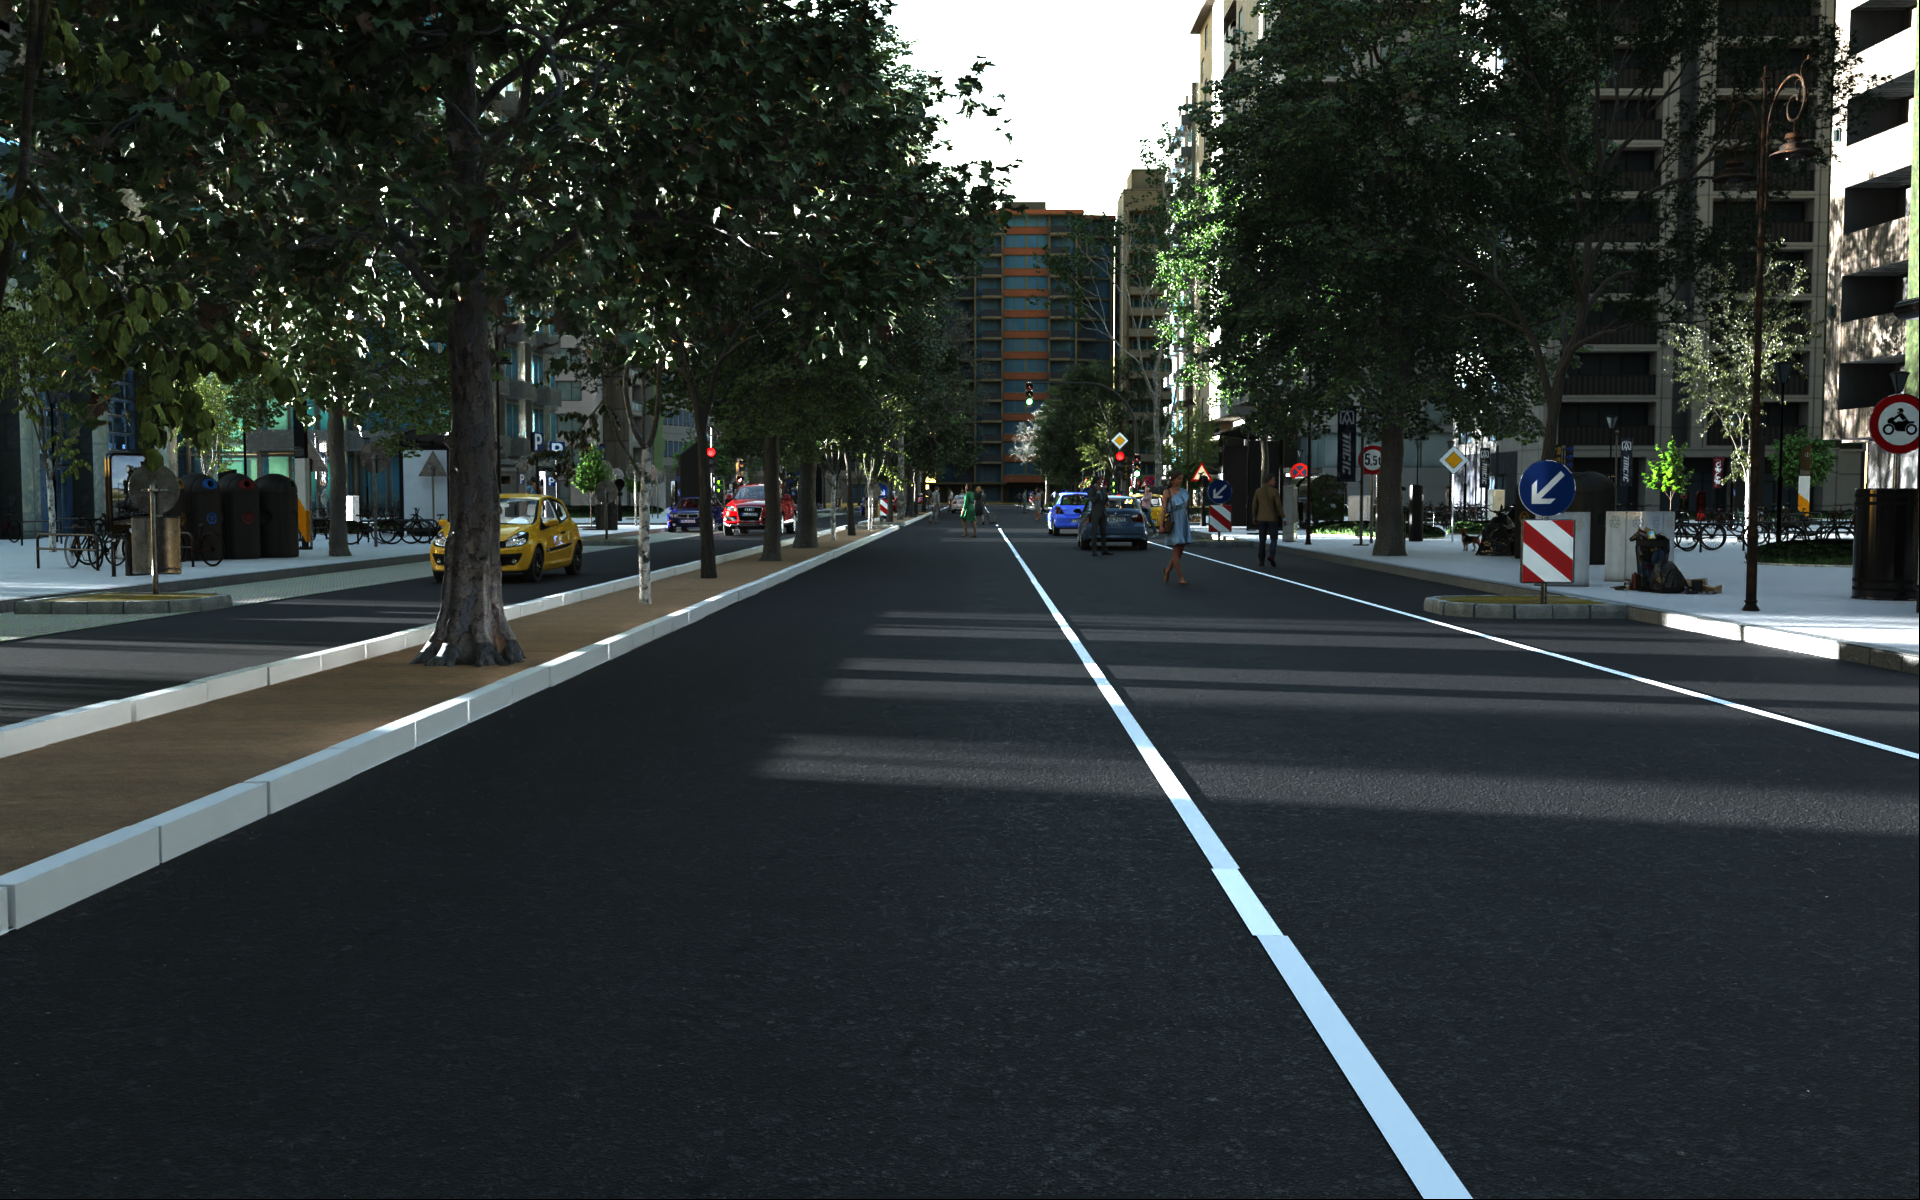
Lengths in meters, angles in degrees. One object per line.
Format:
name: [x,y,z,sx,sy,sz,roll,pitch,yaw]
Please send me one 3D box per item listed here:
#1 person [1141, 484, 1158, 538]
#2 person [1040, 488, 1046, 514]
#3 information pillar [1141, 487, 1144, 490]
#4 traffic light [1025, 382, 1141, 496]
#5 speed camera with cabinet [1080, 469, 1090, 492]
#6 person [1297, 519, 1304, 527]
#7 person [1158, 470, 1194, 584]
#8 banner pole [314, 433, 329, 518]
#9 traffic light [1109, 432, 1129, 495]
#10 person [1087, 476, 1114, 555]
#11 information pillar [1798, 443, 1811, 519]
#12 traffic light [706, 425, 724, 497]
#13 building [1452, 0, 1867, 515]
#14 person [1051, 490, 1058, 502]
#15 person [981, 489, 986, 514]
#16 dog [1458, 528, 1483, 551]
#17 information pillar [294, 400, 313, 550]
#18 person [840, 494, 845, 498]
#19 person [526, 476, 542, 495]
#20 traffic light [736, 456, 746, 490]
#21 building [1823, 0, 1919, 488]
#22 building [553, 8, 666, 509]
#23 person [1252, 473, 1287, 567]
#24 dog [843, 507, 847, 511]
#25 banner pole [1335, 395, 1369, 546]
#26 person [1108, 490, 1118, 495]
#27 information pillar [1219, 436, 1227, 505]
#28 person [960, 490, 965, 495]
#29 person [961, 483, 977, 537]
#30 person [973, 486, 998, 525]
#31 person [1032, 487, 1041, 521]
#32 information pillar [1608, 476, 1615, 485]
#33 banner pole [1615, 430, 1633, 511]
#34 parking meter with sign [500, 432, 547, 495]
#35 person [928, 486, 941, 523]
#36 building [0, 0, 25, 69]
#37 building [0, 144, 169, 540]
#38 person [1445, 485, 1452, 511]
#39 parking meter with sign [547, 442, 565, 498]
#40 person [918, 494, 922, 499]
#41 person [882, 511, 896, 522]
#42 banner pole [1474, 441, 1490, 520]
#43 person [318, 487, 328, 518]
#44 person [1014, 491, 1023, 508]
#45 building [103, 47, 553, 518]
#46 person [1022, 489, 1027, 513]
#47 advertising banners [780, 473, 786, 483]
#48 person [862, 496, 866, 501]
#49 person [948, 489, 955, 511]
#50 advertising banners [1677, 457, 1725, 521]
person: [6.168,-2.893,56.392,0.643,1.750,0.593,0,4,0]
person: [5.991,-7.185,125.883,0.656,1.842,0.836,3,4,38]
information pillar: [14.706,-8.207,138.675,0.304,2.012,0.304,2,4,23]
traffic light: [5.018,-5.840,70.145,4.771,5.953,1.251,0,4,1]
speed camera with cabinet: [9.952,-8.582,134.657,0.660,3.252,2.038,-1,4,-16]
person: [13.210,-3.738,67.174,0.620,1.820,0.660,-1,4,-18]
person: [3.392,-1.158,27.534,0.616,1.811,0.778,-2,4,-24]
banner pole: [-26.034,-4.926,70.550,0.863,3.779,0.401,2,4,28]
traffic light: [7.185,-5.464,78.252,0.839,4.253,0.868,0,4,1]
person: [3.315,-1.974,40.587,0.655,1.846,0.447,-2,4,-33]
information pillar: [38.487,-5.356,78.917,0.504,3.616,0.183,0,4,7]
traffic light: [-10.050,-4.984,70.411,0.839,4.253,0.868,0,4,1]
building: [41.800,-40.432,99.313,20.611,71.187,20.563,0,4,1]
person: [12.541,-13.575,227.974,1.348,1.826,0.705,2,4,26]
person: [1.608,-7.151,125.697,0.520,1.790,0.573,1,4,19]
dog: [11.493,-1.355,38.982,0.540,0.507,0.406,1,4,17]
information pillar: [-15.231,-2.980,40.076,0.504,3.616,0.183,3,5,41]
person: [-14.199,-12.083,204.319,1.217,1.735,0.721,-1,4,-13]
person: [-12.394,-2.715,50.524,0.616,1.811,0.778,-2,4,-24]
traffic light: [-7.883,-6.345,78.411,4.771,5.953,1.251,0,4,1]
building: [31.762,-16.819,46.690,14.160,30.474,14.107,0,4,1]
building: [-32.148,-27.887,139.550,14.154,41.232,14.086,0,4,1]
person: [6.129,-1.583,34.299,0.656,1.842,0.836,0,4,0]
dog: [-9.510,-7.458,142.126,0.748,0.427,0.550,-3,4,-39]
banner pole: [9.789,-3.250,43.156,0.863,3.779,0.401,0,4,0]
person: [7.936,-5.019,90.370,0.655,1.846,0.447,0,4,-7]
information pillar: [10.481,-4.760,69.185,0.183,3.616,0.504,-1,4,-23]
person: [0.127,-7.801,136.536,0.782,1.767,0.515,-2,4,-32]
person: [0.302,-2.974,57.366,0.529,1.795,0.600,2,4,24]
person: [1.079,-4.422,81.024,0.699,1.804,1.509,-2,4,-31]
person: [4.004,-5.045,91.349,0.532,1.782,0.716,0,4,5]
information pillar: [26.375,-4.011,70.064,0.304,2.012,0.304,1,4,20]
banner pole: [25.976,-4.768,67.981,0.863,3.779,0.401,0,4,4]
parking meter with sign: [-12.722,-3.237,49.180,1.738,3.016,0.543,1,4,17]
person: [-1.152,-4.639,84.466,0.853,1.813,0.709,-3,5,-42]
building: [-65.411,-31.563,105.299,27.495,52.752,28.713,0,4,1]
building: [-41.991,-44.748,44.300,31.000,86.520,22.319,0,4,1]
person: [27.597,-5.594,97.849,0.599,1.781,0.374,-2,4,-26]
parking meter with sign: [-13.886,-3.810,58.549,0.543,3.016,1.738,-2,4,-31]
person: [-4.453,-10.092,173.580,1.350,1.814,0.705,0,4,-7]
person: [-3.719,-4.459,86.903,1.012,1.151,0.738,0,4,-4]
banner pole: [24.805,-5.654,82.462,0.863,3.779,0.401,1,4,14]
person: [-33.411,-5.176,90.853,0.466,1.800,0.511,-2,4,-33]
person: [6.239,-10.553,181.762,1.217,1.735,0.721,2,4,27]
building: [-37.676,-29.759,106.160,23.786,49.044,30.456,0,4,1]
person: [4.878,-7.432,130.107,0.391,1.810,0.635,0,4,-5]
advertising banners: [-15.336,-9.003,143.394,2.074,3.025,0.090,-2,4,-35]
person: [-8.170,-8.172,146.397,0.394,1.301,0.425,1,4,15]
person: [-0.690,-8.226,143.102,0.850,1.850,0.679,0,4,-3]
advertising banners: [34.796,-5.209,81.360,2.074,3.025,0.090,3,4,36]
